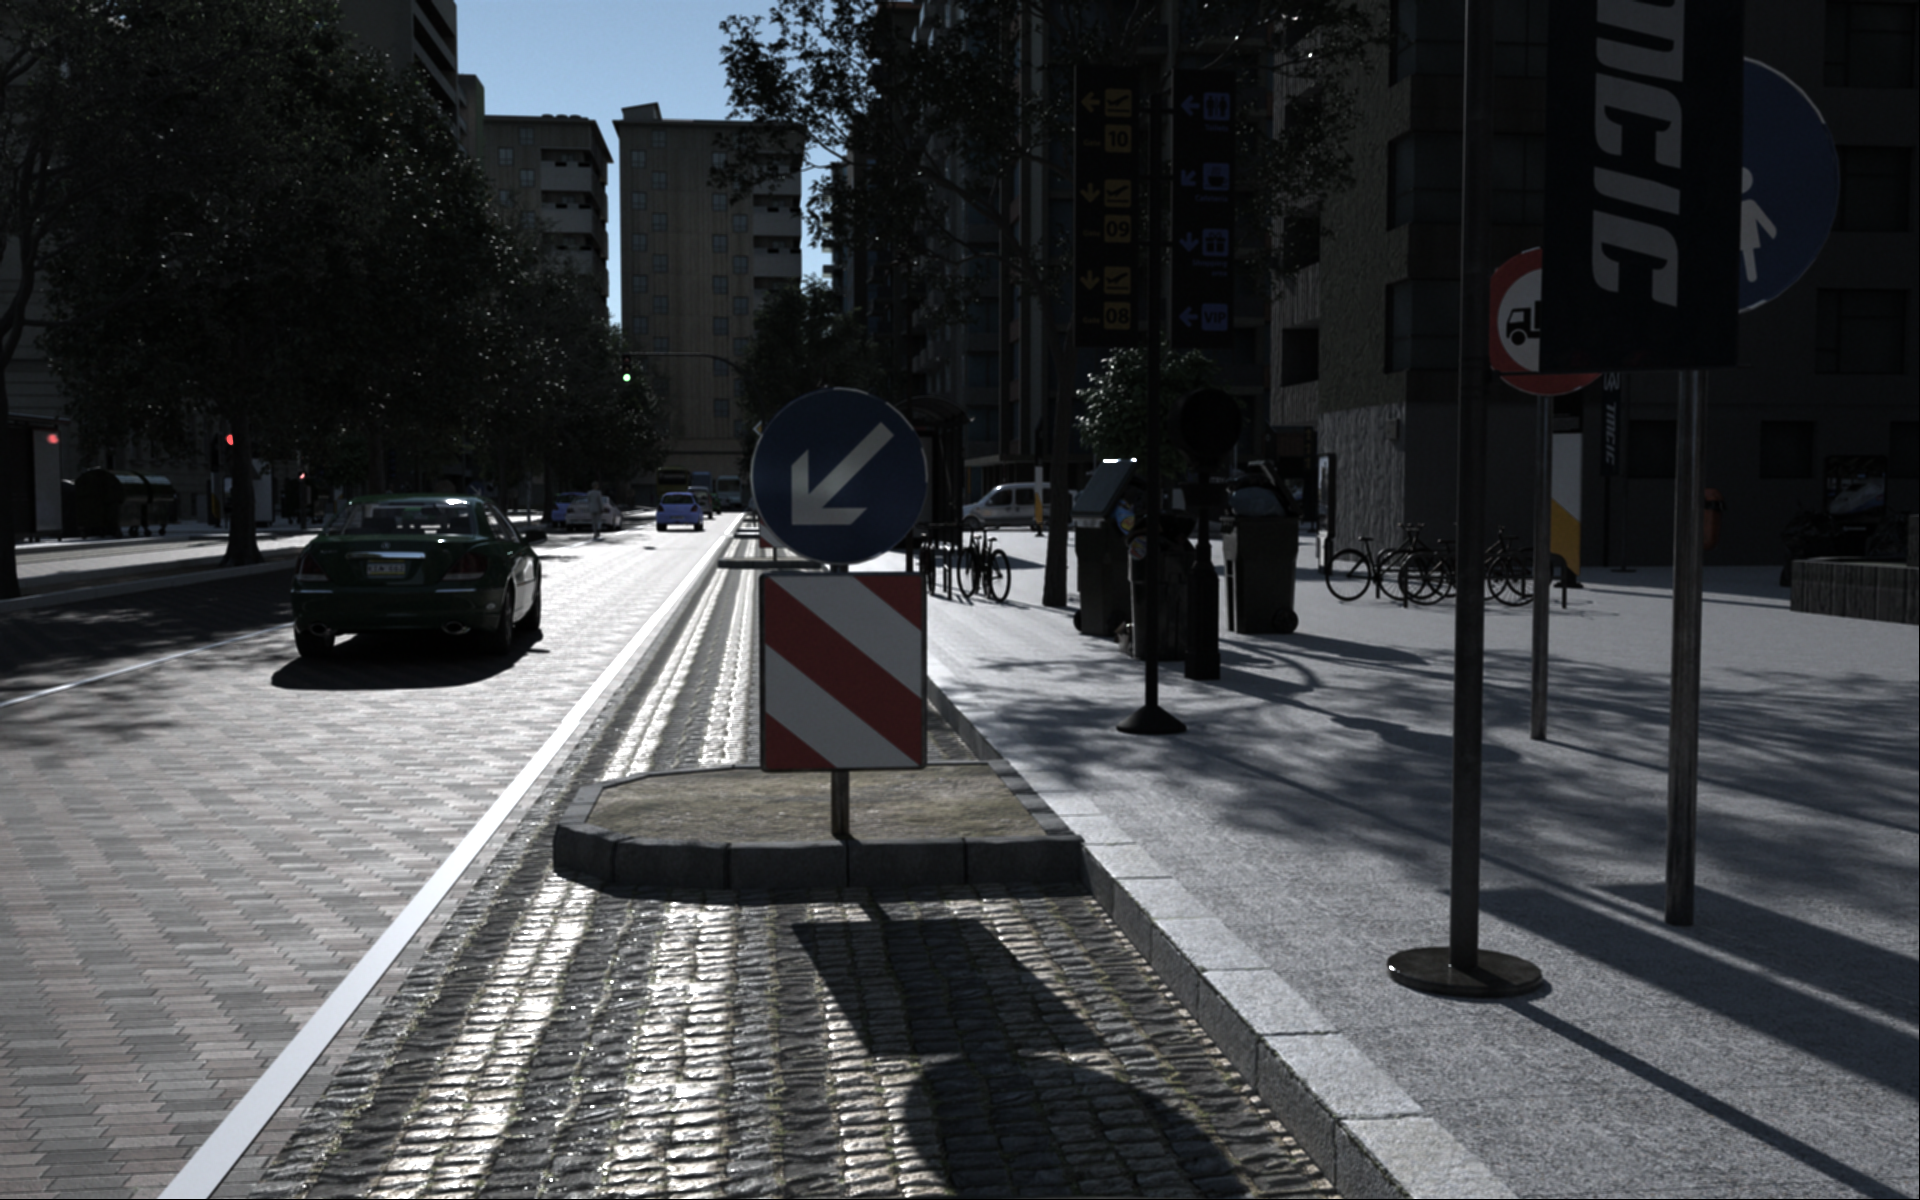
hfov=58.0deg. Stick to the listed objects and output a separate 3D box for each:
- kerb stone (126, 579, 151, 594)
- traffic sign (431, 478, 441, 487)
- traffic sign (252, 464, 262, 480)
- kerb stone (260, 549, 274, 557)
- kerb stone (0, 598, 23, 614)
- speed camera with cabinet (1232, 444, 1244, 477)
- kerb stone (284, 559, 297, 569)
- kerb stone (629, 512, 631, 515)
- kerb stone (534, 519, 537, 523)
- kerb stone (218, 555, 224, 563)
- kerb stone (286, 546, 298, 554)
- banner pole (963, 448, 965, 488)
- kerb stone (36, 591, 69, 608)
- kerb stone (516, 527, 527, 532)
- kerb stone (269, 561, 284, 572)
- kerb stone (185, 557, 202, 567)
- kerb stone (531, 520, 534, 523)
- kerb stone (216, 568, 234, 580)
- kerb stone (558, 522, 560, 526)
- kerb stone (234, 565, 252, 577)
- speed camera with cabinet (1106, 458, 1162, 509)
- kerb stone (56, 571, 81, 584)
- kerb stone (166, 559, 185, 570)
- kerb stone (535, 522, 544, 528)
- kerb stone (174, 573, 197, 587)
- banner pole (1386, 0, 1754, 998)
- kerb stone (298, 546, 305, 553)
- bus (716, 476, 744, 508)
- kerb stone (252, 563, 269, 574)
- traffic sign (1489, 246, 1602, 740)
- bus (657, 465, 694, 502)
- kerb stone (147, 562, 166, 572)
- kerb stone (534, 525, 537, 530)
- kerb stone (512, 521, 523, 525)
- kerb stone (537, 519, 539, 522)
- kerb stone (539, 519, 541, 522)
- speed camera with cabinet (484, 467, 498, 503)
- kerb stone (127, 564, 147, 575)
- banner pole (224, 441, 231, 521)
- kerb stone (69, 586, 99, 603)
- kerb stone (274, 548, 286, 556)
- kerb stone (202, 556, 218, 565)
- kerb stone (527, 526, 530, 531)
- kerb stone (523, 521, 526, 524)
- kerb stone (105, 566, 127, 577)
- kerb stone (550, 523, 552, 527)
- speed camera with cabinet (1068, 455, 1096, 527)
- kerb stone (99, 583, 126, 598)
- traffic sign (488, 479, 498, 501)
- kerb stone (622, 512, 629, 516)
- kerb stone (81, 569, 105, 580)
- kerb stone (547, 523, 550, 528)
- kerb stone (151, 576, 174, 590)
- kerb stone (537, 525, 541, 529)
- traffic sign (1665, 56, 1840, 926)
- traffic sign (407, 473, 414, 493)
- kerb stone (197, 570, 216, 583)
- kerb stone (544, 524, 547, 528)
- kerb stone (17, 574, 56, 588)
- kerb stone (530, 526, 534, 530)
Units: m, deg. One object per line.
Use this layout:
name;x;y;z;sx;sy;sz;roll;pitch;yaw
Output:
kerb stone;-12.036;-0.183;25.187;0.120;0.150;1.000;0;4;-7
traffic sign;-32.800;-6.507;108.511;0.606;2.300;0.079;0;4;-3
traffic sign;-26.543;-3.957;64.706;0.884;2.594;0.081;0;4;-6
kerb stone;-15.771;-1.036;39.134;0.120;0.150;1.000;0;4;-7
kerb stone;-11.567;0.072;21.110;0.120;0.150;1.000;0;4;-7
speed camera with cabinet;11.131;-4.378;65.919;2.038;3.252;0.660;0;4;-1
kerb stone;-12.985;-0.682;33.340;0.120;0.150;1.000;0;4;-7
kerb stone;-22.983;-5.945;119.409;0.120;0.150;1.000;0;4;-7
kerb stone;-21.164;-3.870;85.554;0.120;0.150;1.000;0;4;-7
kerb stone;-15.418;-0.845;36.077;0.120;0.150;1.000;0;4;-7
kerb stone;-16.005;-1.161;41.172;0.120;0.150;1.000;0;4;-7
banner pole;-0.048;-5.649;82.372;0.401;3.779;0.863;3;5;40
kerb stone;-11.681;0.009;22.133;0.120;0.150;1.000;0;4;-7
kerb stone;-16.828;-2.705;66.430;0.120;0.150;1.000;0;4;-7
kerb stone;-12.867;-0.620;32.324;0.120;0.150;1.000;0;4;-7
kerb stone;-15.175;-0.724;34.036;0.120;0.150;1.000;0;4;-7
kerb stone;-21.056;-3.813;84.537;0.120;0.150;1.000;0;4;-7
kerb stone;-12.516;-0.432;29.262;0.120;0.150;1.000;0;4;-7
kerb stone;-18.124;-3.390;77.629;0.120;0.150;1.000;0;4;-7
kerb stone;-12.631;-0.495;30.286;0.120;0.150;1.000;0;4;-7
speed camera with cabinet;4.153;-2.884;41.482;0.660;3.252;2.038;2;4;32
kerb stone;-14.476;-0.350;27.922;0.120;0.150;1.000;0;4;-7
kerb stone;-15.056;-0.656;33.013;0.120;0.150;1.000;0;4;-7
kerb stone;-17.423;-3.015;71.521;0.120;0.150;1.000;0;4;-7
kerb stone;-12.268;-0.308;27.226;0.120;0.150;1.000;0;4;-7
banner pole;1.546;-0.879;4.389;0.863;3.779;0.401;2;4;25
kerb stone;-16.132;-1.223;42.196;0.120;0.150;1.000;0;4;-7
bus;-24.359;-11.511;183.063;2.948;3.499;13.247;0;4;-7
kerb stone;-12.744;-0.557;31.310;0.120;0.150;1.000;0;4;-7
traffic sign;3.029;-0.544;8.993;0.768;2.556;0.104;0;3;0
bus;-24.298;-9.541;147.548;2.896;3.916;12.252;0;4;-7
kerb stone;-14.945;-0.594;31.992;0.120;0.150;1.000;0;4;-7
kerb stone;-17.188;-2.892;69.483;0.120;0.150;1.000;0;4;-7
kerb stone;-20.570;-3.562;80.472;0.120;0.150;1.000;0;4;-7
kerb stone;-21.281;-3.934;86.569;0.120;0.150;1.000;0;4;-7
kerb stone;-21.399;-3.998;87.584;0.120;0.150;1.000;0;4;-7
speed camera with cabinet;-34.465;-8.007;125.250;2.038;3.252;0.660;1;4;12
kerb stone;-14.820;-0.535;30.977;0.120;0.150;1.000;0;4;-7
banner pole;-34.773;-5.656;82.489;0.401;3.779;0.863;0;4;7
kerb stone;-11.798;-0.058;23.148;0.120;0.150;1.000;0;4;-7
kerb stone;-15.890;-1.095;40.149;0.120;0.150;1.000;0;4;-7
kerb stone;-15.294;-0.786;35.051;0.120;0.150;1.000;0;4;-7
kerb stone;-16.953;-2.768;67.445;0.120;0.150;1.000;0;4;-7
kerb stone;-20.687;-3.627;81.492;0.120;0.150;1.000;0;4;-7
kerb stone;-14.705;-0.472;29.954;0.120;0.150;1.000;0;4;-7
kerb stone;-17.769;-3.204;74.579;0.120;0.150;1.000;0;4;-7
speed camera with cabinet;4.633;-4.507;68.030;2.038;3.252;0.660;0;4;-2
kerb stone;-11.918;-0.120;24.163;0.120;0.150;1.000;0;4;-7
traffic sign;-32.596;-7.333;121.075;0.795;2.450;0.064;0;4;1
kerb stone;-22.867;-5.883;118.383;0.120;0.150;1.000;0;4;-7
kerb stone;-14.587;-0.412;28.938;0.120;0.150;1.000;0;4;-7
kerb stone;-17.663;-3.142;73.562;0.120;0.150;1.000;0;4;-7
kerb stone;-12.163;-0.244;26.210;0.120;0.150;1.000;0;4;-7
kerb stone;-17.296;-2.950;70.500;0.120;0.150;1.000;0;4;-7
traffic sign;2.151;-0.305;5.101;0.768;2.556;0.104;0;4;2
traffic sign;-32.853;-6.367;104.201;0.768;2.556;0.104;0;4;-4
kerb stone;-12.393;-0.370;28.246;0.120;0.150;1.000;0;4;-7
kerb stone;-17.532;-3.079;72.542;0.120;0.150;1.000;0;4;-7
kerb stone;-14.350;-0.284;26.908;0.120;0.150;1.000;0;4;-7
kerb stone;-17.068;-2.830;68.465;0.120;0.150;1.000;0;4;-7
